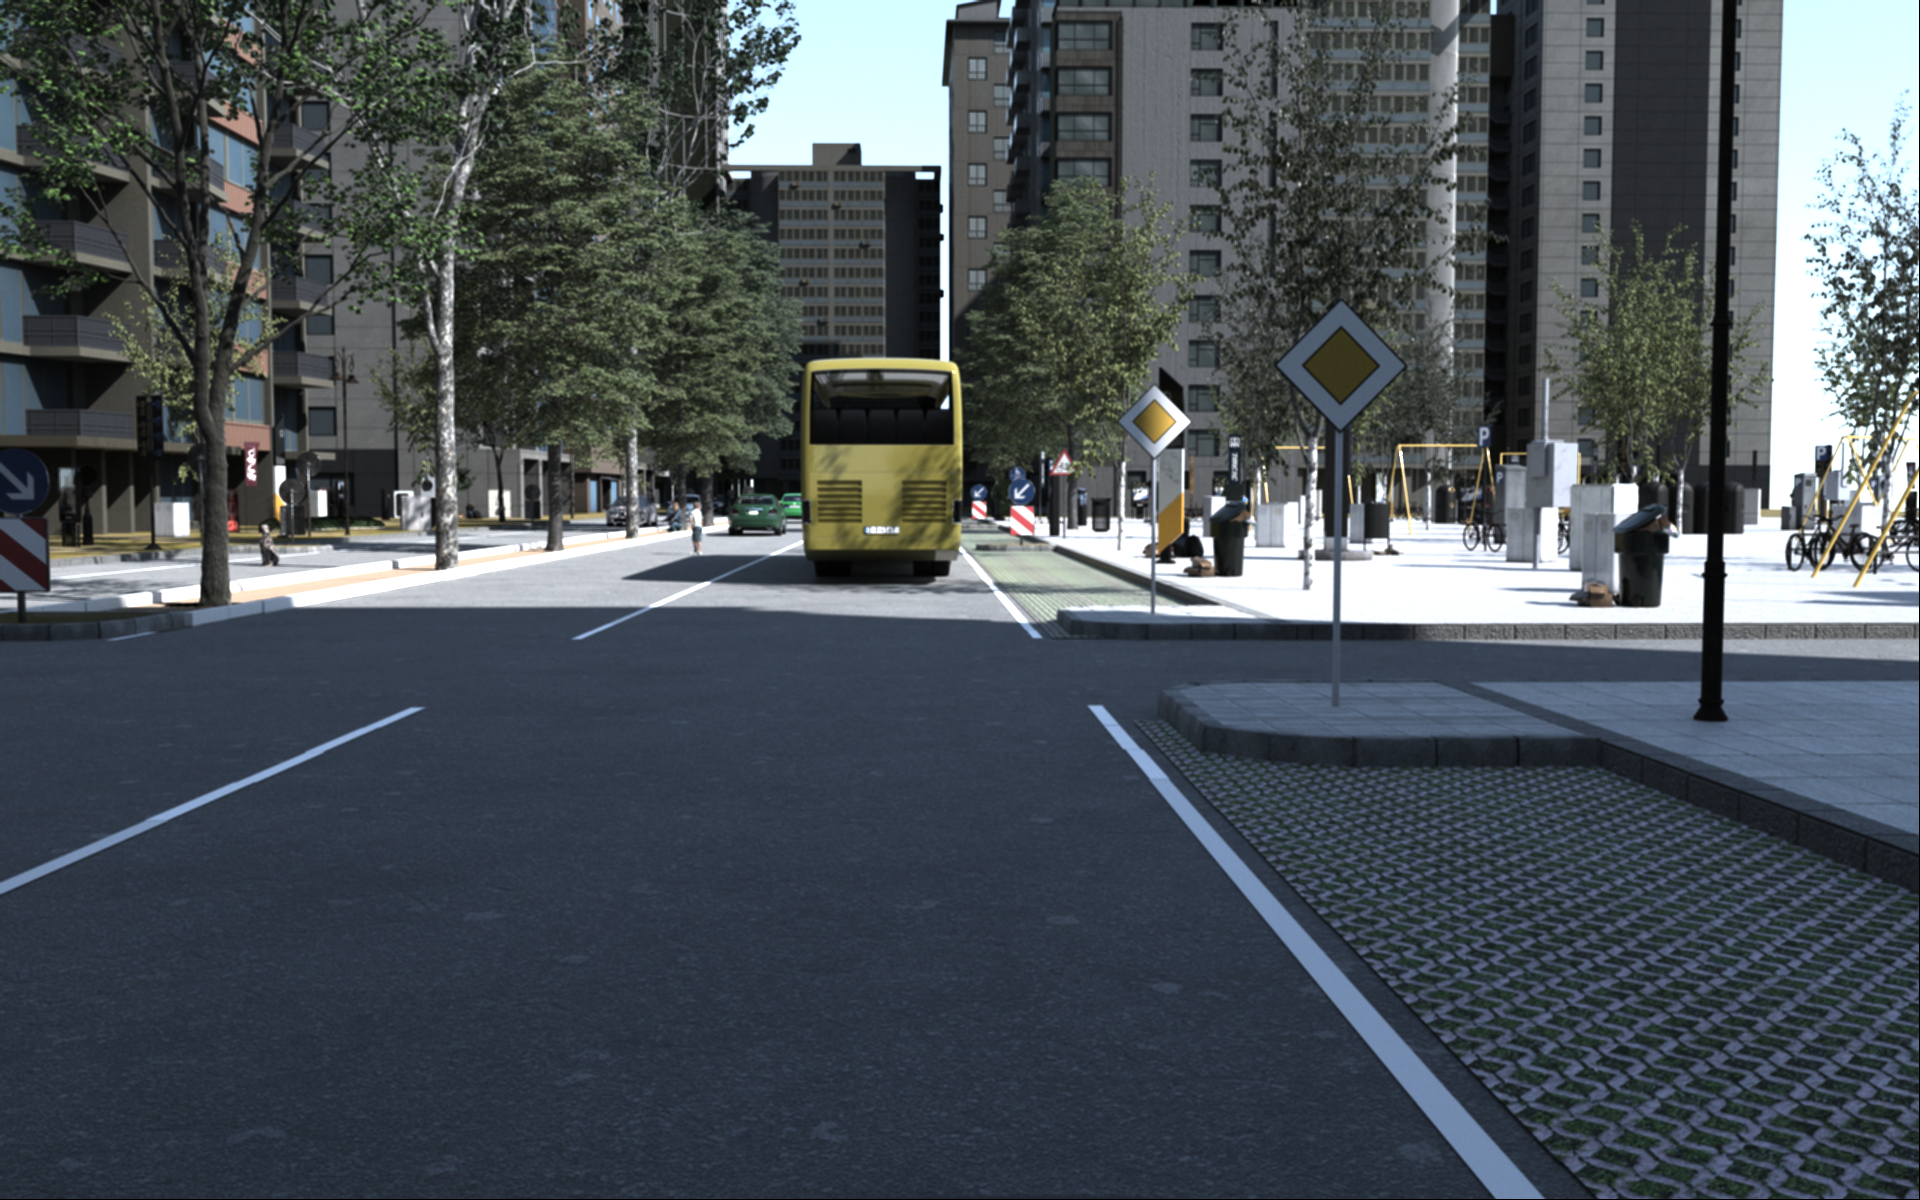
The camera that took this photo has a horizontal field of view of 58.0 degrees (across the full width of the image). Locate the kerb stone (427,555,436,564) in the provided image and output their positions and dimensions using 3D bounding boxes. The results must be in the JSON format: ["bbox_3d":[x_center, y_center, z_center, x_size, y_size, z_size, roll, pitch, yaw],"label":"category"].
[{"bbox_3d":[-10.911,-0.816,35.555,0.120,0.150,1.000,0,4,-2],"label":"kerb stone"}]

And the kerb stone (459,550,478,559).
[{"bbox_3d":[-10.996,-1.005,38.626,0.120,0.150,1.000,0,4,-2],"label":"kerb stone"}]

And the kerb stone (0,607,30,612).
[{"bbox_3d":[-10.469,0.185,19.171,0.120,0.150,1.000,0,4,-2],"label":"kerb stone"}]

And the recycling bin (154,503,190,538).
[{"bbox_3d":[-23.367,-2.372,51.341,0.722,1.027,0.722,1,4,11],"label":"recycling bin"}]

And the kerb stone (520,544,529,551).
[{"bbox_3d":[-11.133,-1.315,43.759,0.120,0.150,1.000,0,4,-2],"label":"kerb stone"}]

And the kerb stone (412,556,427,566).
[{"bbox_3d":[-10.885,-0.755,34.533,0.120,0.150,1.000,0,4,-2],"label":"kerb stone"}]

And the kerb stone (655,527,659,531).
[{"bbox_3d":[-11.748,-2.698,66.303,0.120,0.150,1.000,0,4,-2],"label":"kerb stone"}]

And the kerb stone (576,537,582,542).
[{"bbox_3d":[-11.336,-1.757,50.928,0.120,0.150,1.000,0,4,-2],"label":"kerb stone"}]

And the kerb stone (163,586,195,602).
[{"bbox_3d":[-10.580,-0.066,23.274,0.120,0.150,1.000,0,4,-2],"label":"kerb stone"}]

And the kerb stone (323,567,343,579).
[{"bbox_3d":[-10.748,-0.442,29.419,0.120,0.150,1.000,0,4,-2],"label":"kerb stone"}]

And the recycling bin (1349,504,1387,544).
[{"bbox_3d":[10.606,-1.982,44.958,0.722,1.027,0.722,-3,5,-42],"label":"recycling bin"}]

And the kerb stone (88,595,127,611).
[{"bbox_3d":[-10.525,0.060,21.223,0.120,0.150,1.000,0,4,-2],"label":"kerb stone"}]

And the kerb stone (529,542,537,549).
[{"bbox_3d":[-11.166,-1.376,44.785,0.120,0.150,1.000,0,4,-2],"label":"kerb stone"}]

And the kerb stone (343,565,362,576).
[{"bbox_3d":[-10.772,-0.504,30.441,0.120,0.150,1.000,0,4,-2],"label":"kerb stone"}]

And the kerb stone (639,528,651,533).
[{"bbox_3d":[-11.686,-2.572,64.248,0.120,0.150,1.000,0,4,-2],"label":"kerb stone"}]

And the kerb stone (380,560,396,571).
[{"bbox_3d":[-10.832,-0.630,32.489,0.120,0.150,1.000,0,4,-2],"label":"kerb stone"}]

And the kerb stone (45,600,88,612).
[{"bbox_3d":[-10.501,0.123,20.193,0.120,0.150,1.000,0,4,-2],"label":"kerb stone"}]

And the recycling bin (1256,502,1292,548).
[{"bbox_3d":[7.510,-1.779,41.644,0.722,1.027,0.722,1,4,16],"label":"recycling bin"}]

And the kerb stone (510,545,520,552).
[{"bbox_3d":[-11.104,-1.253,42.735,0.120,0.150,1.000,0,4,-2],"label":"kerb stone"}]

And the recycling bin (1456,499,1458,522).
[{"bbox_3d":[23.495,-4.177,80.854,0.722,1.027,0.722,3,5,41],"label":"recycling bin"}]

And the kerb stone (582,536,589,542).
[{"bbox_3d":[-11.355,-1.820,51.951,0.120,0.150,1.000,0,4,-2],"label":"kerb stone"}]

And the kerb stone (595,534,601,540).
[{"bbox_3d":[-11.420,-1.945,53.999,0.120,0.150,1.000,0,4,-2],"label":"kerb stone"}]

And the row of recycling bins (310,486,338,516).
[{"bbox_3d":[-32.373,-4.857,86.520,1.069,1.692,3.534,3,4,39],"label":"row of recycling bins"}]

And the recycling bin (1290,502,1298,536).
[{"bbox_3d":[9.886,-2.479,53.088,0.722,1.027,0.722,3,4,36],"label":"recycling bin"}]

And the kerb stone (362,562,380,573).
[{"bbox_3d":[-10.807,-0.566,31.462,0.120,0.150,1.000,0,4,-2],"label":"kerb stone"}]

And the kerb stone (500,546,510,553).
[{"bbox_3d":[-11.080,-1.191,41.706,0.120,0.150,1.000,0,4,-2],"label":"kerb stone"}]

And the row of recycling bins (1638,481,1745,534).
[{"bbox_3d":[23.529,-2.966,55.610,3.534,1.692,1.069,-1,4,-10],"label":"row of recycling bins"}]

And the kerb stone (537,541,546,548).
[{"bbox_3d":[-11.188,-1.444,45.809,0.120,0.150,1.000,0,4,-2],"label":"kerb stone"}]

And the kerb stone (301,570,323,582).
[{"bbox_3d":[-10.719,-0.378,28.397,0.120,0.150,1.000,0,4,-2],"label":"kerb stone"}]

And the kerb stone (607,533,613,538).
[{"bbox_3d":[-11.470,-2.067,56.048,0.120,0.150,1.000,0,4,-2],"label":"kerb stone"}]

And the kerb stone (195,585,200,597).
[{"bbox_3d":[-10.611,-0.128,24.296,0.120,0.150,1.000,0,4,-2],"label":"kerb stone"}]

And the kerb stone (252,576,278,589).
[{"bbox_3d":[-10.662,-0.251,26.340,0.120,0.150,1.000,0,4,-2],"label":"kerb stone"}]

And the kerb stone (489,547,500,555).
[{"bbox_3d":[-11.049,-1.130,40.676,0.120,0.150,1.000,0,4,-2],"label":"kerb stone"}]

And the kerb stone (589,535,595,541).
[{"bbox_3d":[-11.381,-1.883,52.977,0.120,0.150,1.000,0,4,-2],"label":"kerb stone"}]

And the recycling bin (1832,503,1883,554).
[{"bbox_3d":[19.523,-1.537,37.679,0.722,1.027,0.722,-2,4,-26],"label":"recycling bin"}]

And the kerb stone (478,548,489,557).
[{"bbox_3d":[-11.028,-1.068,39.654,0.120,0.150,1.000,0,4,-2],"label":"kerb stone"}]

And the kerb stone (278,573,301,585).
[{"bbox_3d":[-10.689,-0.316,27.363,0.120,0.150,1.000,0,4,-2],"label":"kerb stone"}]

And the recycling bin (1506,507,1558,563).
[{"bbox_3d":[10.774,-1.227,32.619,0.722,1.027,0.722,3,5,43],"label":"recycling bin"}]

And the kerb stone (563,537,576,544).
[{"bbox_3d":[-11.297,-1.694,49.904,0.120,0.150,1.000,0,4,-2],"label":"kerb stone"}]

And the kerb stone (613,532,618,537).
[{"bbox_3d":[-11.503,-2.133,57.074,0.120,0.150,1.000,0,4,-2],"label":"kerb stone"}]

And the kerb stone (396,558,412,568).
[{"bbox_3d":[-10.854,-0.692,33.511,0.120,0.150,1.000,0,4,-2],"label":"kerb stone"}]

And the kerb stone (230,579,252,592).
[{"bbox_3d":[-10.640,-0.191,25.318,0.120,0.150,1.000,0,4,-2],"label":"kerb stone"}]

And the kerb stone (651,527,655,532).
[{"bbox_3d":[-11.721,-2.635,65.272,0.120,0.150,1.000,0,4,-2],"label":"kerb stone"}]

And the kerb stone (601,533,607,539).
[{"bbox_3d":[-11.444,-2.007,55.021,0.120,0.150,1.000,0,4,-2],"label":"kerb stone"}]

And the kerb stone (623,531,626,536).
[{"bbox_3d":[-11.554,-2.259,59.128,0.120,0.150,1.000,0,4,-2],"label":"kerb stone"}]

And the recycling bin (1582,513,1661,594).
[{"bbox_3d":[8.645,-0.618,22.659,0.722,1.027,0.722,-1,4,-12],"label":"recycling bin"}]

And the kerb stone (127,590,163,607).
[{"bbox_3d":[-10.548,-0.003,22.252,0.120,0.150,1.000,0,4,-2],"label":"kerb stone"}]

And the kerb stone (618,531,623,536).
[{"bbox_3d":[-11.526,-2.192,58.106,0.120,0.150,1.000,0,4,-2],"label":"kerb stone"}]

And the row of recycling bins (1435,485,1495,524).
[{"bbox_3d":[22.618,-4.201,75.800,3.534,1.692,1.069,0,4,6],"label":"row of recycling bins"}]
